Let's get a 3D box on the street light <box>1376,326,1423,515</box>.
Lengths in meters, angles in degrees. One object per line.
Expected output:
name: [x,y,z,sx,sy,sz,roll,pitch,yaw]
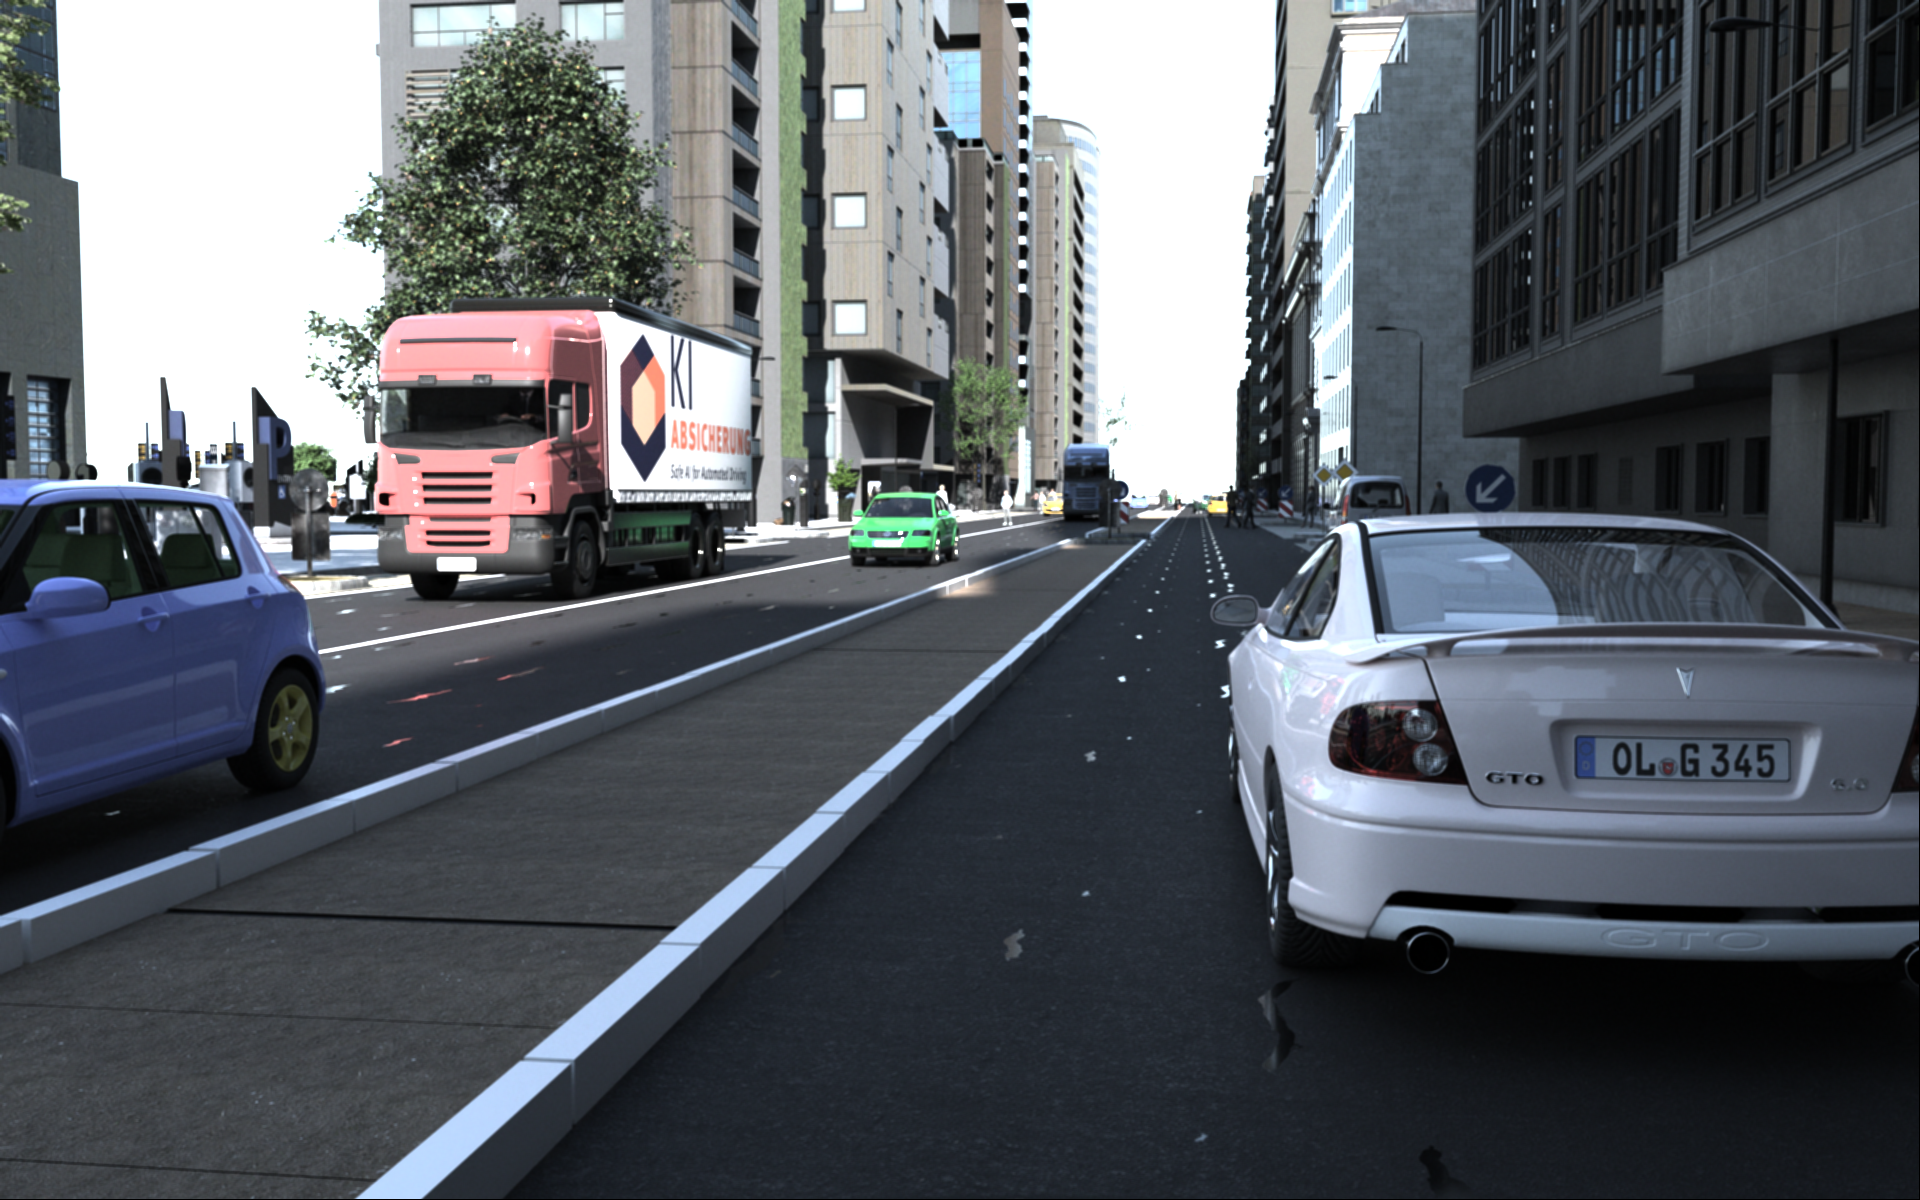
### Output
street light: [12.188,-4.614,47.984,1.470,5.913,1.316,0,4,8]

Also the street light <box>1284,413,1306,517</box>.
street light: [19.177,-7.732,98.953,1.470,5.913,1.316,0,4,8]

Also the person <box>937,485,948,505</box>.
person: [-0.798,-4.226,77.479,0.514,1.842,0.818,0,3,0]

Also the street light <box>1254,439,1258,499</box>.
street light: [25.403,-10.531,144.716,1.470,5.913,1.316,0,4,8]

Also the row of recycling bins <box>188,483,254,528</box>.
row of recycling bins: [-27.608,-3.610,66.133,3.534,1.692,1.069,-3,5,-40]

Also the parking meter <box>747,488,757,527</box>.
parking meter: [-8.036,-3.572,66.818,0.372,1.533,0.369,0,3,0]

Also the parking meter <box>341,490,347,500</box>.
parking meter: [-40.999,-6.541,115.362,0.372,1.533,0.369,0,3,0]

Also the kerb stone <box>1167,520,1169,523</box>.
kerb stone: [9.235,-3.424,78.180,0.120,0.150,1.000,0,4,8]

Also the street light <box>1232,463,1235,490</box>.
street light: [36.613,-15.509,226.115,1.470,5.913,1.316,0,4,8]

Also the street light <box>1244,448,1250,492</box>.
street light: [29.674,-12.415,175.531,1.470,5.913,1.316,0,4,8]

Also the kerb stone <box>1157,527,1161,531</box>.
kerb stone: [7.012,-2.431,61.949,0.120,0.150,1.000,0,4,8]

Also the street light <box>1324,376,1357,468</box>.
street light: [14.995,-5.846,68.126,1.470,5.913,1.316,0,4,8]

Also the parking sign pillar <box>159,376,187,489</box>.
parking sign pillar: [-18.305,-3.173,40.343,1.447,3.967,1.447,-1,4,-19]

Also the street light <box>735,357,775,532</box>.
street light: [-6.932,-5.269,58.685,1.470,5.913,1.316,0,4,8]

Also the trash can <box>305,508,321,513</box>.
trash can: [-25.726,-3.497,68.823,0.748,1.137,0.748,0,3,0]

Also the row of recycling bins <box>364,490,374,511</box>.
row of recycling bins: [-45.742,-7.810,134.812,1.069,1.692,3.534,1,4,13]

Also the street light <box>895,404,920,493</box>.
street light: [-2.771,-7.154,89.515,1.470,5.913,1.316,0,4,8]

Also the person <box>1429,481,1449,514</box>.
person: [14.159,-2.605,51.194,0.694,1.812,0.767,-1,4,-19]

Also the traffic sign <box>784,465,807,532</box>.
traffic sign: [-5.562,-3.366,58.681,0.795,2.450,0.064,0,4,8]

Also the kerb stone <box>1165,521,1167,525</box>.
kerb stone: [8.813,-3.238,75.140,0.120,0.150,1.000,0,4,8]

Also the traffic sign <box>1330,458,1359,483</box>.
traffic sign: [10.733,-2.736,48.376,0.795,2.450,0.064,0,4,8]

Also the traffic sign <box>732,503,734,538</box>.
traffic sign: [-6.646,-2.882,50.769,0.795,2.450,0.064,0,4,8]

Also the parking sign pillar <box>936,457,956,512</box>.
parking sign pillar: [-1.027,-8.355,125.084,1.447,3.967,1.447,-1,4,-17]

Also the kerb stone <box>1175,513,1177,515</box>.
kerb stone: [12.989,-5.100,105.579,0.120,0.150,1.000,0,4,8]

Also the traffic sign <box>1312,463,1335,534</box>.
traffic sign: [11.818,-3.220,56.287,0.795,2.450,0.064,0,4,8]

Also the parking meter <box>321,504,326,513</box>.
parking meter: [-28.082,-4.312,76.209,0.255,1.863,0.399,-2,4,-26]

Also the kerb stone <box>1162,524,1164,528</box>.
kerb stone: [7.847,-2.801,68.038,0.120,0.150,1.000,0,4,8]

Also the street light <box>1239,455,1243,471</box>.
street light: [33.865,-14.301,206.357,1.470,5.913,1.316,0,4,8]

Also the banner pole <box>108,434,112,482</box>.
banner pole: [-35.523,-5.043,72.471,0.401,3.779,0.863,-2,4,-24]

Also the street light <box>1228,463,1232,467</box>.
street light: [40.873,-17.394,256.932,1.470,5.913,1.316,0,4,8]

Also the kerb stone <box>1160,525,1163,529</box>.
kerb stone: [7.436,-2.618,64.998,0.120,0.150,1.000,0,4,8]

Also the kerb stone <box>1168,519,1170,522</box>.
kerb stone: [9.659,-3.610,81.216,0.120,0.150,1.000,0,4,8]

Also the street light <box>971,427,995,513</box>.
street light: [1.478,-9.039,120.333,1.470,5.913,1.316,0,4,8]

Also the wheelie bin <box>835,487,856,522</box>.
wheelie bin: [-5.177,-4.314,78.450,0.980,1.594,0.693,0,4,1]

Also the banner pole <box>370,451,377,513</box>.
banner pole: [-29.730,-6.031,88.630,0.863,3.779,0.401,2,4,34]

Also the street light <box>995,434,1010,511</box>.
street light: [3.381,-9.915,134.655,1.470,5.913,1.316,0,4,8]

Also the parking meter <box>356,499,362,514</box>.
parking meter: [-29.903,-4.749,86.064,0.372,1.533,0.369,0,3,0]

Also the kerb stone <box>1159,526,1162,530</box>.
kerb stone: [7.292,-2.555,63.977,0.120,0.150,1.000,0,4,8]

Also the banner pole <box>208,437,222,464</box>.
banner pole: [-32.436,-5.237,75.648,0.401,3.779,0.863,2,4,26]

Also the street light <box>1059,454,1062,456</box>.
street light: [11.780,-13.703,196.585,1.470,5.913,1.316,0,4,8]

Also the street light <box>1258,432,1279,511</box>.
street light: [23.320,-9.617,129.785,1.470,5.913,1.316,0,4,8]

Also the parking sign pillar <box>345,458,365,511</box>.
parking sign pillar: [-45.500,-8.663,130.119,1.447,3.967,1.447,-3,5,-43]

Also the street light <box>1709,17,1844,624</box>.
street light: [8.004,-2.718,16.985,1.470,5.913,1.316,0,4,8]

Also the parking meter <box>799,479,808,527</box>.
parking meter: [-6.002,-3.722,66.565,0.255,1.863,0.399,1,4,9]

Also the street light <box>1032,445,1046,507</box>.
street light: [7.524,-11.801,165.487,1.470,5.913,1.316,0,4,8]

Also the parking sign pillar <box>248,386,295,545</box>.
parking sign pillar: [-17.432,-3.395,43.984,1.447,3.967,1.447,0,4,7]

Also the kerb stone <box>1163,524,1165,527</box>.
kerb stone: [7.986,-2.865,69.050,0.120,0.150,1.000,0,4,8]

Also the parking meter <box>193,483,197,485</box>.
parking meter: [-39.567,-5.141,89.761,0.399,1.863,0.255,0,4,-1]

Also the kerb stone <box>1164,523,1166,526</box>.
kerb stone: [8.269,-2.990,71.074,0.120,0.150,1.000,0,4,8]
